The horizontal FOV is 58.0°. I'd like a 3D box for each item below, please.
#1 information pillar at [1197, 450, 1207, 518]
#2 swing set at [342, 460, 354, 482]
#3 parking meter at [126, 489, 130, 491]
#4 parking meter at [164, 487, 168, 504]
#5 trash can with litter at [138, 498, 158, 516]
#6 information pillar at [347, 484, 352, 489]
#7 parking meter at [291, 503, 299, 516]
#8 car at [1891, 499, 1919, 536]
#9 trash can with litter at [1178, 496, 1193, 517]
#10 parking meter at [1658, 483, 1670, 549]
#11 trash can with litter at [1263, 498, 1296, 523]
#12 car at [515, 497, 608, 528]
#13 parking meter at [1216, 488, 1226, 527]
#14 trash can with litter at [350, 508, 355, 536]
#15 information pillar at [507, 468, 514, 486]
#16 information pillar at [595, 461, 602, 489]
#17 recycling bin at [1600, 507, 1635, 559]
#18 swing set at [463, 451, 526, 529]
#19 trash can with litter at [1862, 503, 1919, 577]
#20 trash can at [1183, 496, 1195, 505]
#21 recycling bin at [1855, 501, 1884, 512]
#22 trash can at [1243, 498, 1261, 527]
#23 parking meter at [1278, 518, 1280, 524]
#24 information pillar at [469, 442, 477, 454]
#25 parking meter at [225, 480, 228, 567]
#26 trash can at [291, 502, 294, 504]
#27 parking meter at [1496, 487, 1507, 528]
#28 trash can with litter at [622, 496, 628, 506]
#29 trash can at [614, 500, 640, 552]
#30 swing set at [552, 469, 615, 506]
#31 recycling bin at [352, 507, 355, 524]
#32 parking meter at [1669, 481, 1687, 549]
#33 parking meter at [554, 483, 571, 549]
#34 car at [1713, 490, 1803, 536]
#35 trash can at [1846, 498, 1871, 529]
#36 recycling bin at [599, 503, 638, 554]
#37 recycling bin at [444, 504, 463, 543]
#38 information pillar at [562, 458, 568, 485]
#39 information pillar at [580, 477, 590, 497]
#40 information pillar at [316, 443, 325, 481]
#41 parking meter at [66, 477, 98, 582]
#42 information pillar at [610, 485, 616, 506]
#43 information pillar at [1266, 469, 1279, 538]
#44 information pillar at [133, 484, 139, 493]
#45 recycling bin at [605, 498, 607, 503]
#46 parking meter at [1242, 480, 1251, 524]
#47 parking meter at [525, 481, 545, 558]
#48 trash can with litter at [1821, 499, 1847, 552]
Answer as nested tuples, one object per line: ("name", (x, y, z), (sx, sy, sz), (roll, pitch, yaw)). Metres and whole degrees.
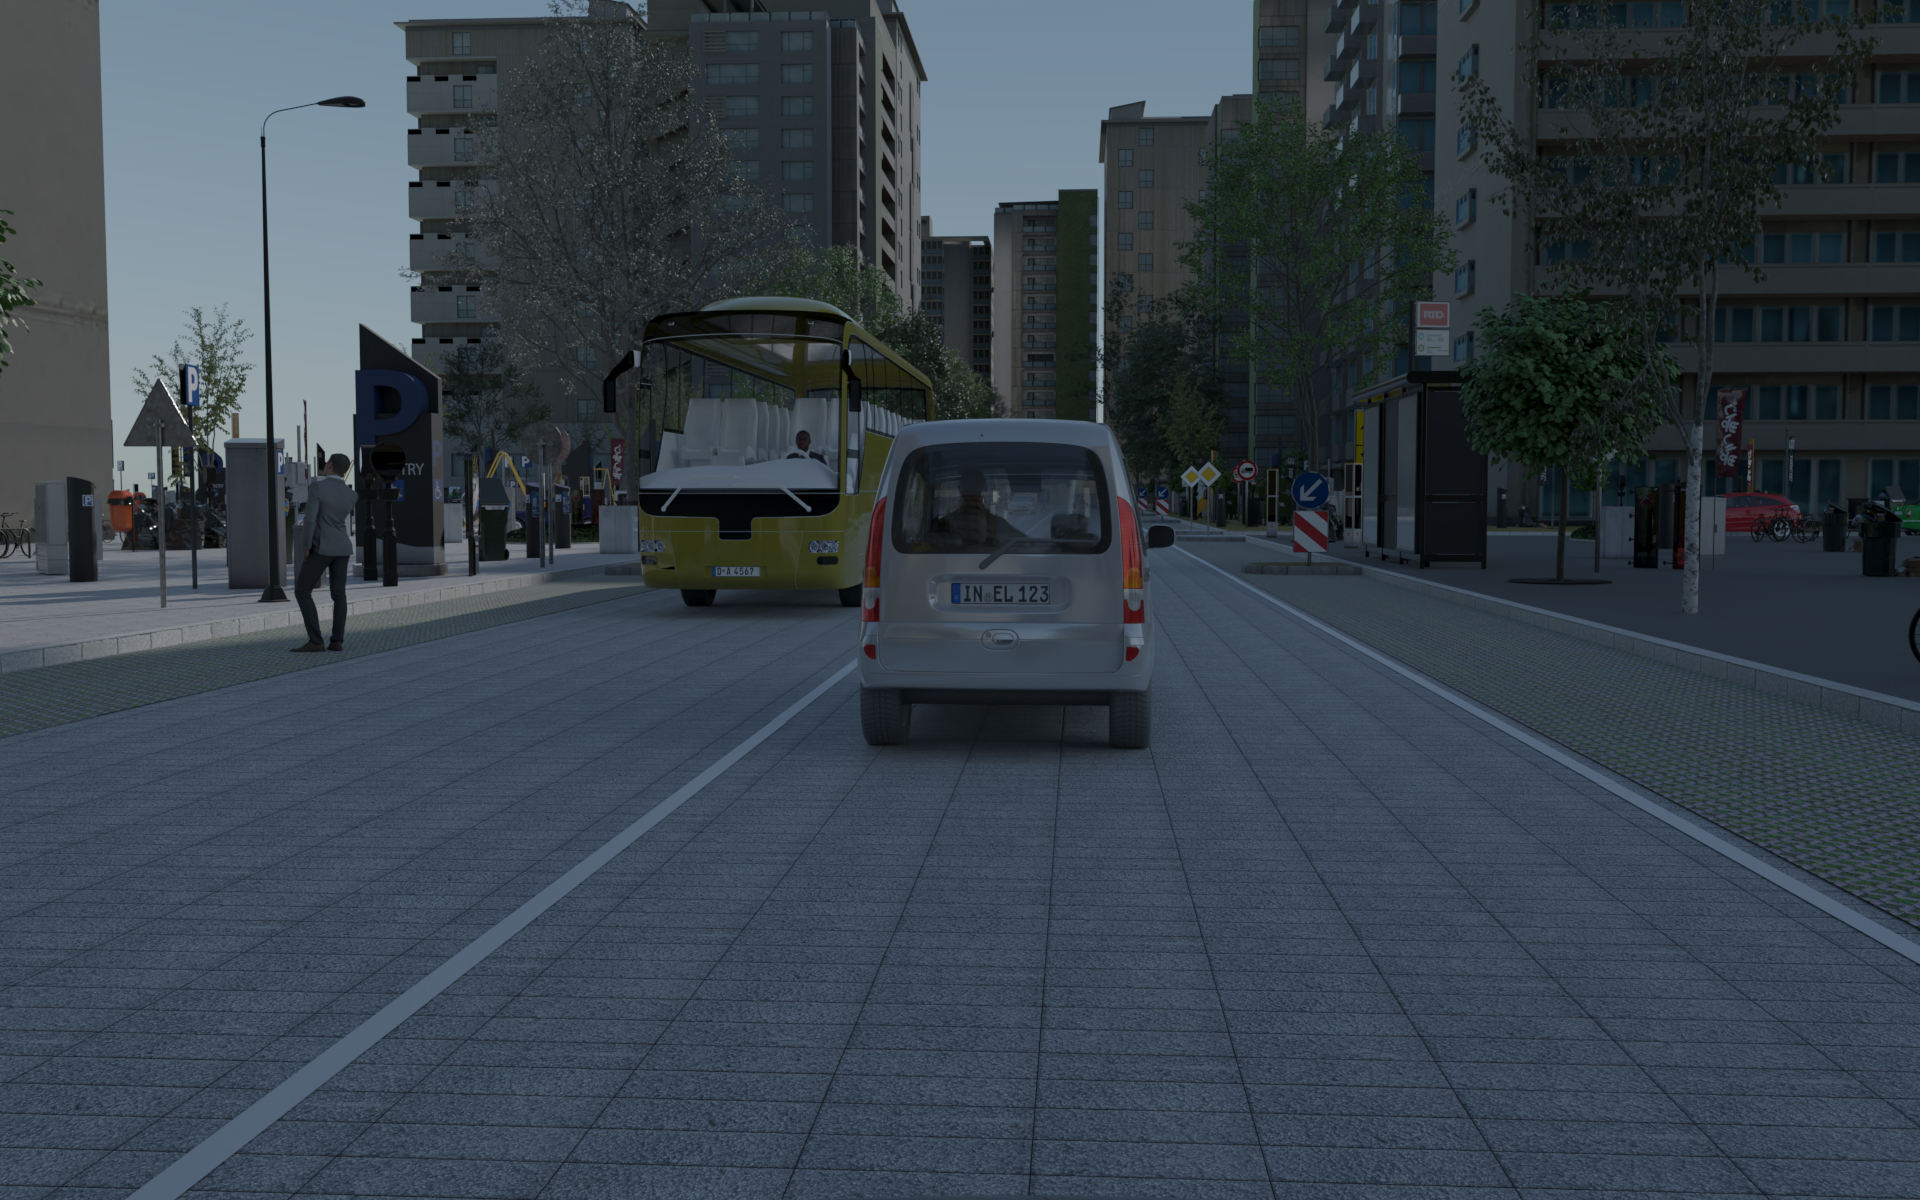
("information pillar", (12.892, -6.172, 92.274), (0.504, 3.616, 0.183), (2, 4, 24))
("swing set", (-26.910, -4.870, 77.248), (2.862, 2.851, 3.119), (-1, 4, -22))
("parking meter", (-41.173, -4.714, 85.479), (0.372, 1.533, 0.369), (0, 3, 0))
("parking meter", (-61.326, -7.822, 133.593), (0.255, 1.863, 0.399), (2, 4, 26))
("trash can with litter", (-25.618, -2.663, 54.932), (0.624, 1.170, 1.055), (-1, 4, -10))
("information pillar", (-45.191, -7.574, 128.324), (0.304, 2.012, 0.304), (-2, 4, -33))
("parking meter", (-39.659, -5.964, 103.224), (0.255, 1.863, 0.399), (1, 4, 17))
("car", (32.489, -2.868, 55.688), (4.718, 1.807, 1.959), (0, 4, 5))
("trash can with litter", (12.808, -5.269, 97.535), (1.055, 1.170, 0.624), (2, 4, 28))
("parking meter", (16.532, -1.966, 40.562), (0.372, 1.533, 0.369), (0, 3, 0))
("trash can with litter", (14.376, -4.058, 77.408), (2.233, 1.210, 1.678), (1, 4, 19))
("car", (-13.623, -2.812, 58.549), (3.894, 1.354, 1.945), (0, 4, 3))
("parking meter", (10.139, -3.595, 67.197), (0.372, 1.533, 0.369), (0, 3, 0))
("trash can with litter", (-18.592, -2.536, 52.849), (0.624, 1.170, 1.055), (3, 5, 44))
("information pillar", (-27.763, -7.076, 107.040), (0.504, 3.616, 0.183), (2, 4, 23))
("information pillar", (-25.163, -7.903, 120.571), (0.504, 3.616, 0.183), (-2, 4, -33))
("recycling bin", (13.188, -1.353, 34.678), (0.722, 1.027, 0.722), (1, 4, 9))
("swing set", (-16.970, -4.084, 64.387), (2.862, 2.851, 3.119), (-1, 4, -13))
("trash can with litter", (14.556, -0.957, 27.030), (1.055, 1.170, 0.624), (0, 4, -2))
("trash can", (14.060, -5.776, 106.084), (0.748, 1.137, 0.748), (0, 3, 0))
("recycling bin", (33.062, -3.085, 62.987), (0.722, 1.027, 0.722), (-2, 4, -33))
("trash can", (11.387, -3.414, 67.465), (0.748, 1.137, 0.748), (0, 3, 0))
("parking meter", (14.006, -4.248, 75.169), (0.399, 1.863, 0.255), (3, 5, 40))
("information pillar", (-21.858, -5.291, 77.866), (0.183, 3.616, 0.504), (2, 4, 24))
("parking meter", (-12.764, -1.356, 30.579), (0.372, 1.533, 0.369), (0, 3, 0))
("trash can", (-30.286, -4.064, 78.106), (0.748, 1.137, 0.748), (0, 3, 0))
("parking meter", (20.459, -3.486, 65.401), (0.372, 1.533, 0.369), (0, 3, 0))
("trash can with litter", (-15.522, -4.200, 79.733), (2.233, 1.210, 1.678), (2, 4, 30))
("trash can", (-7.358, -1.652, 38.661), (0.748, 1.137, 0.748), (0, 3, 0))
("swing set", (-22.866, -6.649, 106.333), (3.119, 2.851, 2.862), (-2, 4, -35))
("recycling bin", (-26.204, -3.795, 74.602), (0.722, 1.027, 0.722), (2, 4, 28))
("parking meter", (13.981, -1.524, 33.334), (0.372, 1.533, 0.369), (0, 3, 0))
("parking meter", (-9.361, -1.981, 40.792), (0.372, 1.533, 0.369), (0, 3, 0))
("car", (25.105, -2.914, 56.680), (4.494, 1.783, 2.155), (0, 4, 6))
("trash can", (30.897, -2.932, 59.598), (0.748, 1.137, 0.748), (0, 3, 0))
("recycling bin", (-7.372, -1.520, 37.403), (0.722, 1.027, 0.722), (0, 4, -1))
("recycling bin", (-13.572, -2.025, 45.662), (0.722, 1.027, 0.722), (-2, 4, -33))
("information pillar", (-22.516, -6.579, 98.929), (0.504, 3.616, 0.183), (0, 4, -8))
("information pillar", (-16.051, -4.260, 74.135), (0.304, 2.012, 0.304), (-3, 4, -36))
("information pillar", (-29.188, -5.370, 79.148), (0.183, 3.616, 0.504), (1, 4, 21))
("parking meter", (-12.834, -1.035, 25.326), (0.372, 1.533, 0.369), (0, 3, 0))
("information pillar", (-21.862, -6.398, 109.093), (0.304, 2.012, 0.304), (0, 4, 2))
("information pillar", (9.221, -2.851, 51.108), (0.304, 2.012, 0.304), (1, 4, 17))
("information pillar", (-58.586, -7.258, 123.152), (0.304, 2.012, 0.304), (-3, 5, -40))
("recycling bin", (-23.106, -6.020, 110.975), (0.722, 1.027, 0.722), (2, 4, 31))
("parking meter", (12.275, -4.186, 74.152), (0.399, 1.863, 0.255), (0, 4, -1))
("parking meter", (-8.531, -1.614, 34.796), (0.372, 1.533, 0.369), (0, 3, 0))
("trash can with litter", (19.675, -1.653, 38.414), (1.055, 1.170, 0.624), (2, 4, 29))
